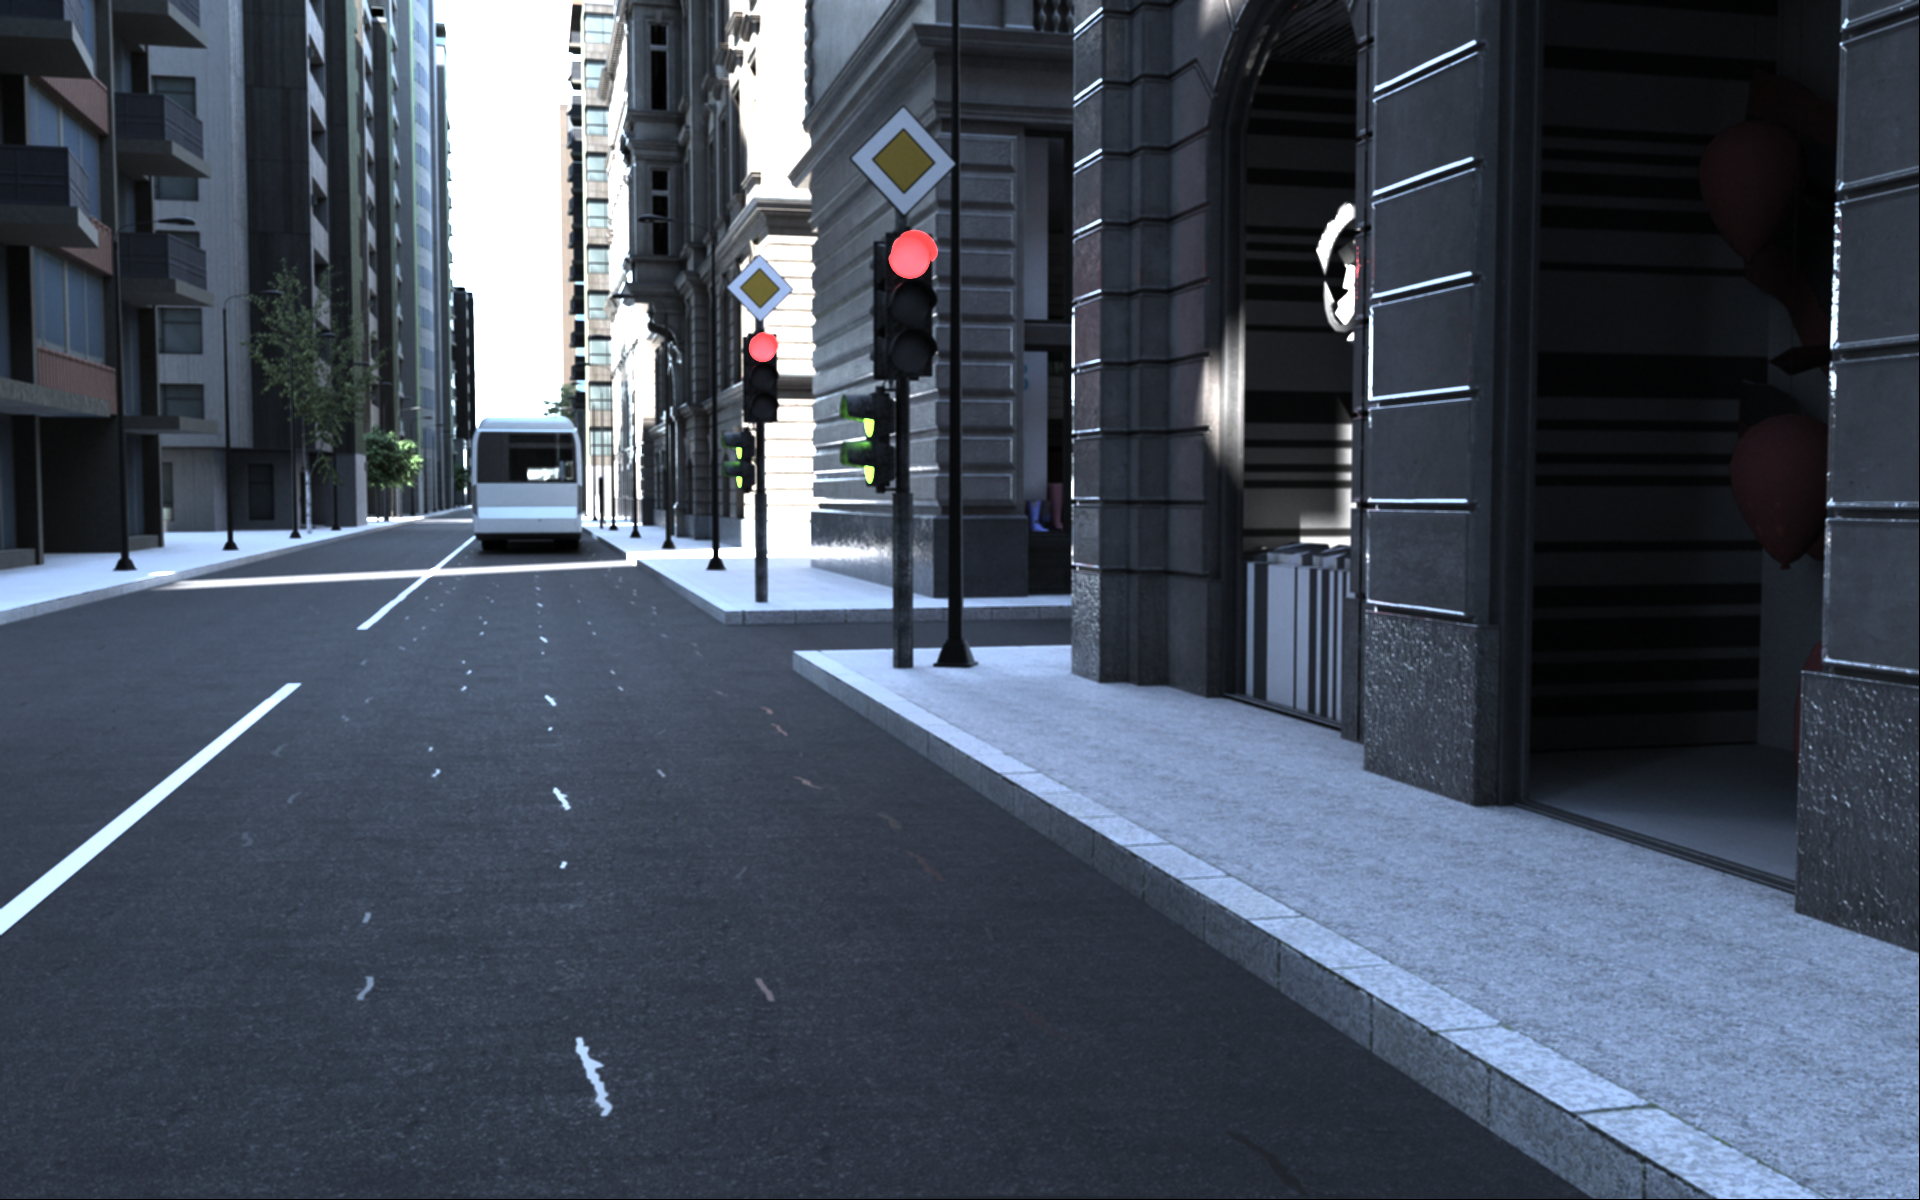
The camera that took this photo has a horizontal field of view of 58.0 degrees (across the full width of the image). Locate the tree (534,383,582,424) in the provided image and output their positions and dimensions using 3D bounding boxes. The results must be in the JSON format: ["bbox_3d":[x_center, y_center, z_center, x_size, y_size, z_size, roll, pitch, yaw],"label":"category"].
[{"bbox_3d":[-40.164,-15.788,176.261,7.486,12.596,7.792,0,3,0],"label":"tree"}]

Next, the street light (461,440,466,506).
[{"bbox_3d":[-43.161,-10.710,147.656,1.470,5.913,1.316,-1,4,-14],"label":"street light"}]

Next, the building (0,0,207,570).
[{"bbox_3d":[-26.614,-22.974,30.245,22.147,44.769,28.867,-1,4,-14],"label":"building"}]

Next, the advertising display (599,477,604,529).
[{"bbox_3d":[-13.370,-3.630,64.569,0.123,1.923,0.974,-1,4,-9],"label":"advertising display"}]

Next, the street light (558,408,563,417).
[{"bbox_3d":[-20.681,-7.372,93.074,1.470,5.913,1.316,-1,4,-14],"label":"street light"}]

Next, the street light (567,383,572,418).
[{"bbox_3d":[-15.408,-6.080,71.942,1.470,5.913,1.316,-1,4,-14],"label":"street light"}]

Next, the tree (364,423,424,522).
[{"bbox_3d":[-26.626,-5.817,78.829,4.285,4.588,4.351,0,3,0],"label":"tree"}]

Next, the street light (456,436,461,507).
[{"bbox_3d":[-40.400,-10.041,136.709,1.470,5.913,1.316,-1,4,-14],"label":"street light"}]

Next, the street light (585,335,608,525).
[{"bbox_3d":[-10.098,-4.785,50.777,1.470,5.913,1.316,-1,4,-14],"label":"street light"}]

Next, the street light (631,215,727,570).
[{"bbox_3d":[-4.669,-3.459,29.102,1.470,5.913,1.316,-1,4,-14],"label":"street light"}]

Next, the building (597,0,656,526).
[{"bbox_3d":[-10.311,-17.432,82.276,12.463,27.353,25.104,-1,4,-14],"label":"building"}]

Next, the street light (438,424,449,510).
[{"bbox_3d":[-34.911,-8.708,114.912,1.470,5.913,1.316,-1,4,-14],"label":"street light"}]

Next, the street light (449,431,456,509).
[{"bbox_3d":[-37.776,-9.400,126.231,1.470,5.913,1.316,-1,4,-14],"label":"street light"}]

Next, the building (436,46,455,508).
[{"bbox_3d":[-52.307,-28.648,151.995,14.154,41.232,14.086,-1,4,-14],"label":"building"}]

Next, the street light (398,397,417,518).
[{"bbox_3d":[-26.959,-6.753,82.955,1.470,5.913,1.316,-1,4,-14],"label":"street light"}]

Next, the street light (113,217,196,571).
[{"bbox_3d":[-13.526,-3.459,29.103,1.470,5.913,1.316,-1,4,-14],"label":"street light"}]

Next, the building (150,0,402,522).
[{"bbox_3d":[-39.118,-19.843,96.131,14.160,30.474,14.107,-1,4,-14],"label":"building"}]

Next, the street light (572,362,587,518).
[{"bbox_3d":[-12.857,-5.431,61.343,1.470,5.913,1.316,-1,4,-14],"label":"street light"}]

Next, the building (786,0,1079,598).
[{"bbox_3d":[7.483,-12.146,27.460,19.941,23.489,11.050,-1,4,-14],"label":"building"}]

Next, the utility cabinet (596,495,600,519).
[{"bbox_3d":[-18.855,-4.841,90.318,0.306,1.237,1.020,-1,4,-15],"label":"utility cabinet"}]

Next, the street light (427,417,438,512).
[{"bbox_3d":[-32.356,-8.041,104.016,1.470,5.913,1.316,-1,4,-14],"label":"street light"}]

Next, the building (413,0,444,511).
[{"bbox_3d":[-50.836,-35.968,130.077,21.231,58.520,28.212,-1,4,-14],"label":"building"}]

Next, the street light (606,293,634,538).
[{"bbox_3d":[-7.362,-4.146,40.326,1.470,5.913,1.316,-1,4,-14],"label":"street light"}]

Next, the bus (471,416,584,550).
[{"bbox_3d":[-11.782,-3.228,47.634,2.948,3.499,13.247,-1,4,-13],"label":"bus"}]

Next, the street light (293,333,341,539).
[{"bbox_3d":[-18.711,-4.742,50.076,1.470,5.913,1.316,-1,4,-14],"label":"street light"}]

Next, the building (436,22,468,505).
[{"bbox_3d":[-72.157,-54.948,211.067,22.319,86.520,31.000,-1,4,-14],"label":"building"}]

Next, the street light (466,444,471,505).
[{"bbox_3d":[-45.708,-11.353,158.154,1.470,5.913,1.316,-1,4,-14],"label":"street light"}]

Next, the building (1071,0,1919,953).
[{"bbox_3d":[9.277,-9.795,1.946,13.314,21.916,24.055,-1,4,-14],"label":"building"}]

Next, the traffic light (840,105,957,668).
[{"bbox_3d":[-0.440,-1.455,12.704,0.839,4.253,0.868,-1,4,-14],"label":"traffic light"}]

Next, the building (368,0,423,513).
[{"bbox_3d":[-42.485,-26.137,110.928,14.154,41.232,14.086,-1,4,-14],"label":"building"}]

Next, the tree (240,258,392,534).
[{"bbox_3d":[-20.507,-6.400,54.996,4.737,8.622,4.395,0,3,0],"label":"tree"}]

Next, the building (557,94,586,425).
[{"bbox_3d":[-38.175,-33.393,196.086,14.600,45.320,14.200,-1,4,-14],"label":"building"}]

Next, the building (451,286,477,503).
[{"bbox_3d":[-73.329,-28.388,235.844,14.160,30.474,14.107,-1,4,-14],"label":"building"}]

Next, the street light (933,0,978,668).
[{"bbox_3d":[-0.558,-2.454,12.663,1.470,5.913,1.316,-1,4,-14],"label":"street light"}]

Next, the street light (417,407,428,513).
[{"bbox_3d":[-29.549,-7.360,92.883,1.470,5.913,1.316,-1,4,-14],"label":"street light"}]

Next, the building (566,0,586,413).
[{"bbox_3d":[-23.734,-30.647,155.706,22.147,44.769,28.867,-1,4,-14],"label":"building"}]

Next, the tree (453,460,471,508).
[{"bbox_3d":[-48.319,-11.140,165.856,4.285,4.588,4.351,0,3,0],"label":"tree"}]

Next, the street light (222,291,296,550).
[{"bbox_3d":[-16.164,-4.100,39.578,1.470,5.913,1.316,-1,4,-14],"label":"street light"}]

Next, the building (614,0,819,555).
[{"bbox_3d":[-3.150,-14.329,53.368,14.460,24.649,34.723,-1,4,-14],"label":"building"}]

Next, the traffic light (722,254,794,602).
[{"bbox_3d":[-2.376,-1.929,20.452,0.839,4.253,0.868,-1,4,-14],"label":"traffic light"}]

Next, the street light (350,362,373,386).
[{"bbox_3d":[-21.481,-5.413,61.040,1.470,5.913,1.316,-1,4,-14],"label":"street light"}]

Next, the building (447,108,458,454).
[{"bbox_3d":[-65.040,-32.300,182.732,22.147,44.769,28.867,-1,4,-14],"label":"building"}]

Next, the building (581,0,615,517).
[{"bbox_3d":[-15.510,-20.336,104.190,14.160,30.474,14.107,-1,4,-14],"label":"building"}]

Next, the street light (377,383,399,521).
[{"bbox_3d":[-24.410,-6.104,72.342,1.470,5.913,1.316,-1,4,-14],"label":"street light"}]

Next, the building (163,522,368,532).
[{"bbox_3d":[-29.889,-17.821,63.071,14.160,30.474,14.107,-1,4,-14],"label":"building"}]

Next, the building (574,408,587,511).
[{"bbox_3d":[-16.586,-49.709,125.417,22.319,86.520,31.000,-1,4,-14],"label":"building"}]

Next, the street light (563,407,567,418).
[{"bbox_3d":[-17.968,-6.721,82.437,1.470,5.913,1.316,-1,4,-14],"label":"street light"}]
